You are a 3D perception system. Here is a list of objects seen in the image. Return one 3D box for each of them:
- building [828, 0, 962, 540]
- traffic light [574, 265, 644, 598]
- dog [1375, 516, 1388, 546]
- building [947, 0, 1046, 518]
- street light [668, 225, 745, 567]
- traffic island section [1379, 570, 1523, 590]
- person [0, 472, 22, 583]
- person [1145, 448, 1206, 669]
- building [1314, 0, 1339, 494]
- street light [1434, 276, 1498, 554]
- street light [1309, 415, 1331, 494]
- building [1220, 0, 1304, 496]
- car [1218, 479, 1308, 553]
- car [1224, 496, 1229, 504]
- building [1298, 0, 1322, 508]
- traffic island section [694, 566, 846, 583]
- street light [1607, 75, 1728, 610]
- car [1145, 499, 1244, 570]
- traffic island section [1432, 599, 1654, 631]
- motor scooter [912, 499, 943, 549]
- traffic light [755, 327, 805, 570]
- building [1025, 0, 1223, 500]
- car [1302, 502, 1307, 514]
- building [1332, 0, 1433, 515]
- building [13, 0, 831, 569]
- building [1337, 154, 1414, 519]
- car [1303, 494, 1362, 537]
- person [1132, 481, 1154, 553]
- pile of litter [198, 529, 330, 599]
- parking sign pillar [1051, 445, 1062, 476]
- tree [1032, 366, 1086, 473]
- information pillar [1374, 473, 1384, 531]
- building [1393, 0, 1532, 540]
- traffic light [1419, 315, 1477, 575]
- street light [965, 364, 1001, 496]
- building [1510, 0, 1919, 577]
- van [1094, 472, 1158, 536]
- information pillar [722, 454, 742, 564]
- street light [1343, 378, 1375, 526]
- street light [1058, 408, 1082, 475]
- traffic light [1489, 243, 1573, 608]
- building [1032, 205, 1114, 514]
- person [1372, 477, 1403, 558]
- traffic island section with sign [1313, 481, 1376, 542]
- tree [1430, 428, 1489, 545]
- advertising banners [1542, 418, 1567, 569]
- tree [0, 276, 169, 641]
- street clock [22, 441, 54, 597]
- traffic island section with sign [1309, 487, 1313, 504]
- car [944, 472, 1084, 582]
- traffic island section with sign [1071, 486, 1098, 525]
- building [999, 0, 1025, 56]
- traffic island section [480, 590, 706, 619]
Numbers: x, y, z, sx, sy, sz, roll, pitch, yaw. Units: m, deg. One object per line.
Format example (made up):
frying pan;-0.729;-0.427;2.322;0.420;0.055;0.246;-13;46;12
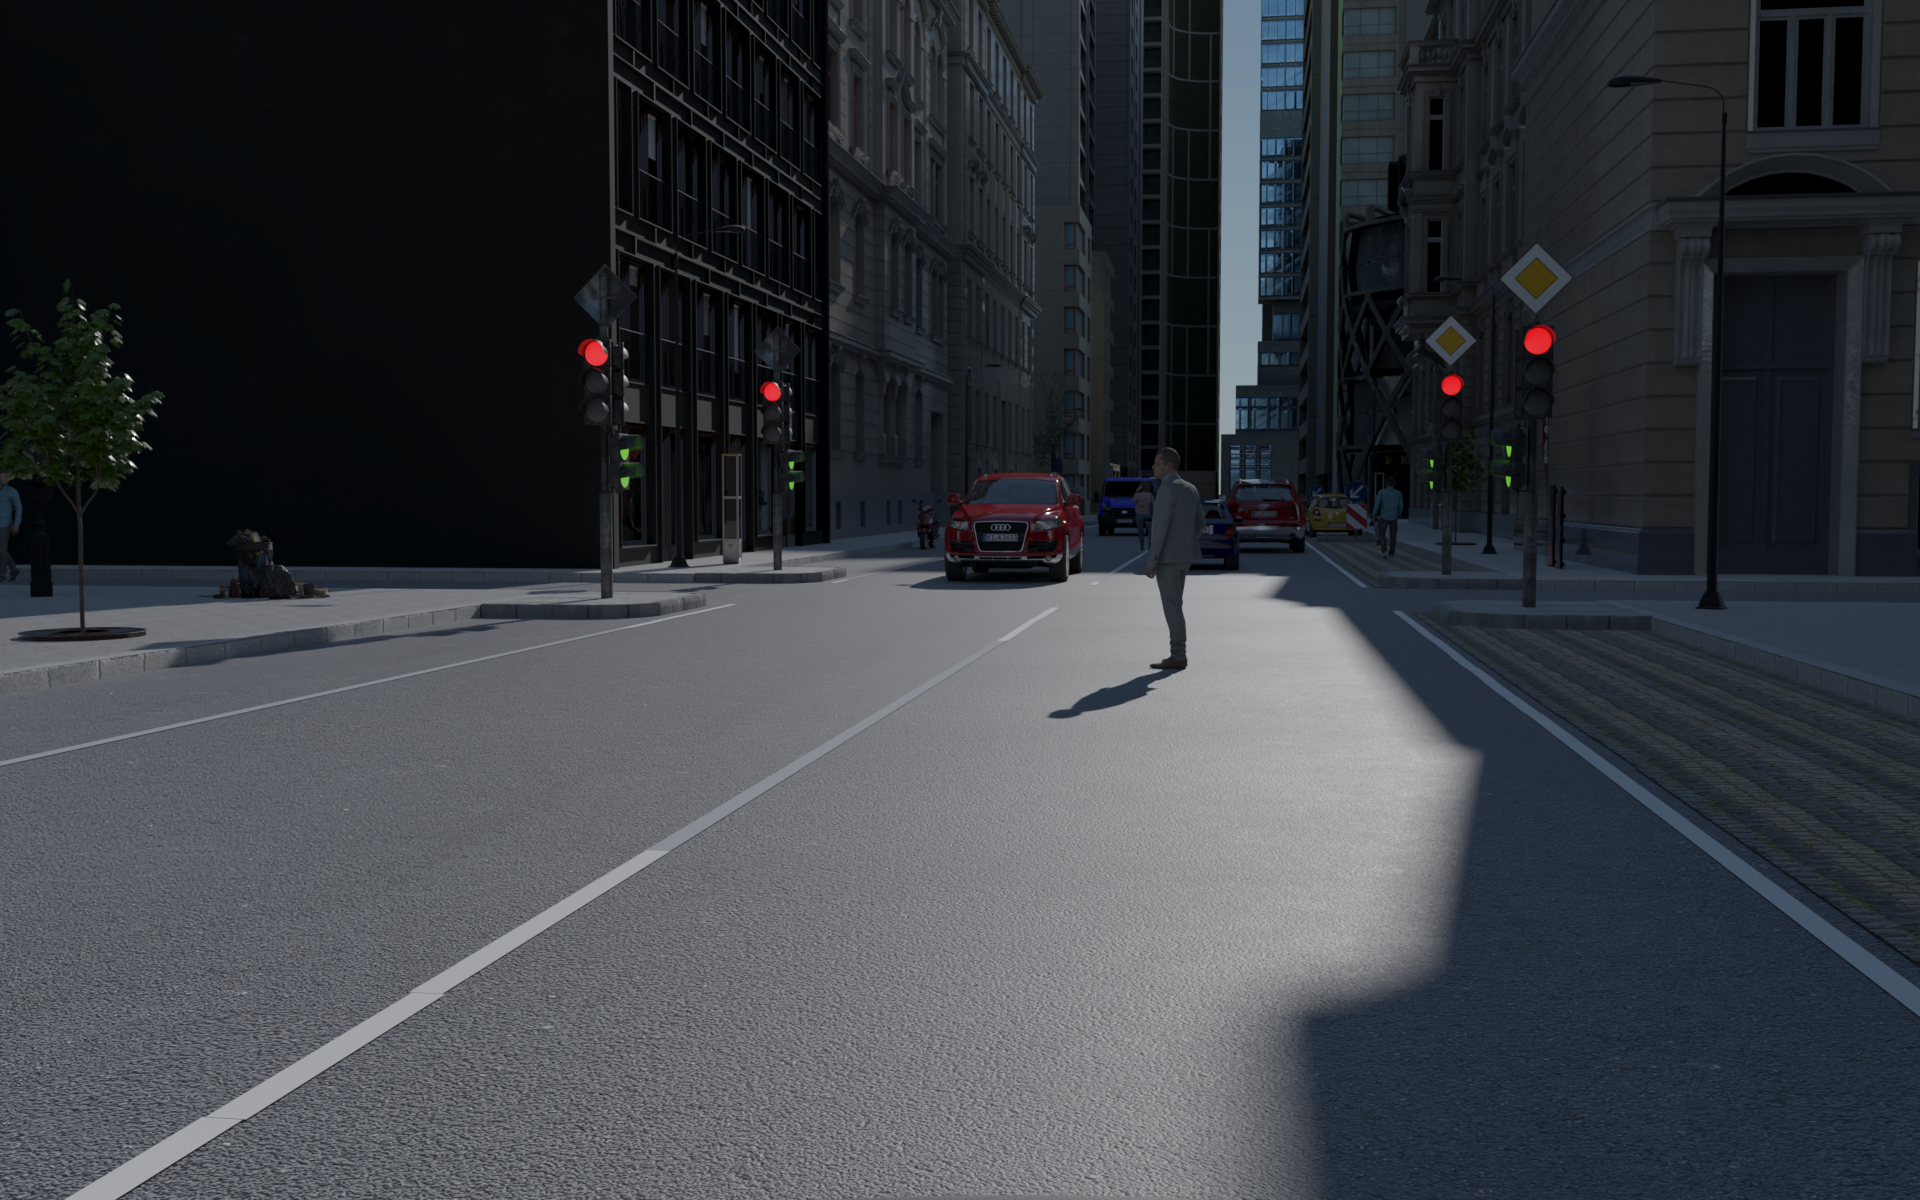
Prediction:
building;-8.294;-16.509;57.306;14.401;28.519;23.554;1;4;9
traffic light;-4.339;-1.977;21.252;0.839;4.253;0.868;1;4;9
dog;11.585;-1.907;48.016;0.513;0.831;0.800;3;5;41
building;-3.514;-17.372;81.296;12.463;27.353;25.104;1;4;9
street light;-4.403;-3.524;30.166;1.470;5.913;1.316;1;4;9
traffic island section;7.750;-0.320;27.519;2.009;0.180;2.903;1;4;9
person;-15.447;-1.204;28.055;0.638;1.841;0.748;1;4;18
person;1.755;-0.345;14.242;0.391;1.810;0.635;2;4;26
building;33.072;-28.985;124.009;14.600;45.320;14.200;1;4;9
street light;10.791;-3.941;36.973;1.470;5.913;1.316;1;4;9
street light;21.077;-7.880;101.377;1.470;5.913;1.316;1;4;9
building;45.075;-53.789;192.113;31.000;86.520;22.319;1;4;9
car;7.684;-2.157;43.944;2.281;1.827;5.304;1;4;9
car;16.906;-5.724;106.168;1.945;1.354;3.894;1;4;9
building;43.176;-32.946;162.373;21.300;48.544;21.600;1;4;9
traffic island section;-3.100;-0.428;29.275;2.009;0.180;2.903;1;4;9
street light;7.872;-2.859;19.284;1.470;5.913;1.316;1;4;9
car;4.600;-1.312;34.040;1.945;1.354;3.894;0;4;8
traffic island section;6.472;0.162;19.636;2.009;0.180;2.903;1;4;9
motor scooter;-0.839;-2.005;45.566;0.815;1.314;1.986;0;4;8
traffic light;-3.062;-2.460;29.134;0.839;4.253;0.868;1;4;9
building;19.125;-46.338;195.880;20.611;71.187;20.563;1;4;9
car;20.087;-5.654;105.024;1.945;1.354;3.894;1;4;9
building;30.898;-26.058;109.647;14.154;41.232;14.086;1;4;9
building;-10.710;-12.720;37.644;12.332;23.373;15.834;1;4;9
building;28.578;-13.718;91.739;16.820;18.784;16.811;1;4;9
car;12.496;-2.928;58.096;2.015;1.641;3.980;0;4;8
person;4.508;-1.996;41.720;0.593;1.750;0.643;-1;4;-21
pile of litter;-8.664;-0.466;21.591;1.719;0.858;1.176;2;4;32
parking sign pillar;5.310;-6.527;95.186;1.447;3.967;1.447;1;4;12
tree;4.986;-9.075;98.739;4.360;8.622;3.978;0;3;0
information pillar;14.545;-3.402;60.116;0.304;2.012;0.304;1;4;11
building;22.713;-14.748;60.222;14.460;24.649;34.723;1;4;9
traffic light;7.712;-2.354;27.411;0.839;4.253;0.868;1;4;9
street light;0.766;-5.463;61.856;1.470;5.913;1.316;1;4;9
building;21.345;-15.003;31.202;20.117;28.700;13.634;1;4;9
van;5.989;-3.466;61.058;2.240;2.365;5.245;1;4;10
information pillar;-4.185;-1.670;31.793;0.304;2.012;0.304;0;4;4
street light;16.011;-5.920;69.338;1.470;5.913;1.316;1;4;9
street light;5.900;-7.401;93.552;1.470;5.913;1.316;1;4;9
traffic light;6.434;-1.872;19.528;0.839;4.253;0.868;1;4;9
building;-4.206;-16.832;120.245;27.650;21.520;28.899;1;4;9
person;9.511;-1.832;38.467;0.660;1.820;0.620;0;4;-2
traffic island section with sign;11.722;-2.648;51.919;1.989;1.847;2.006;1;4;9
tree;12.654;-3.001;43.674;1.663;3.219;1.824;0;3;0
advertising banners;10.452;-2.100;30.517;0.090;3.025;2.074;1;4;9
tree;-7.944;-1.285;15.604;1.663;3.219;1.824;0;3;0
street clock;-11.473;-1.040;21.577;0.471;2.002;0.358;2;4;34
traffic island section with sign;16.027;-4.275;78.530;1.989;1.847;2.006;1;4;9
car;1.015;-1.311;30.111;2.281;1.827;5.304;1;4;8
traffic island section with sign;5.534;-4.394;80.469;1.989;1.847;2.006;1;4;9
building;6.903;-44.617;167.746;20.611;71.187;20.563;1;4;9
traffic island section;-4.377;0.054;21.393;2.009;0.180;2.903;1;4;9
